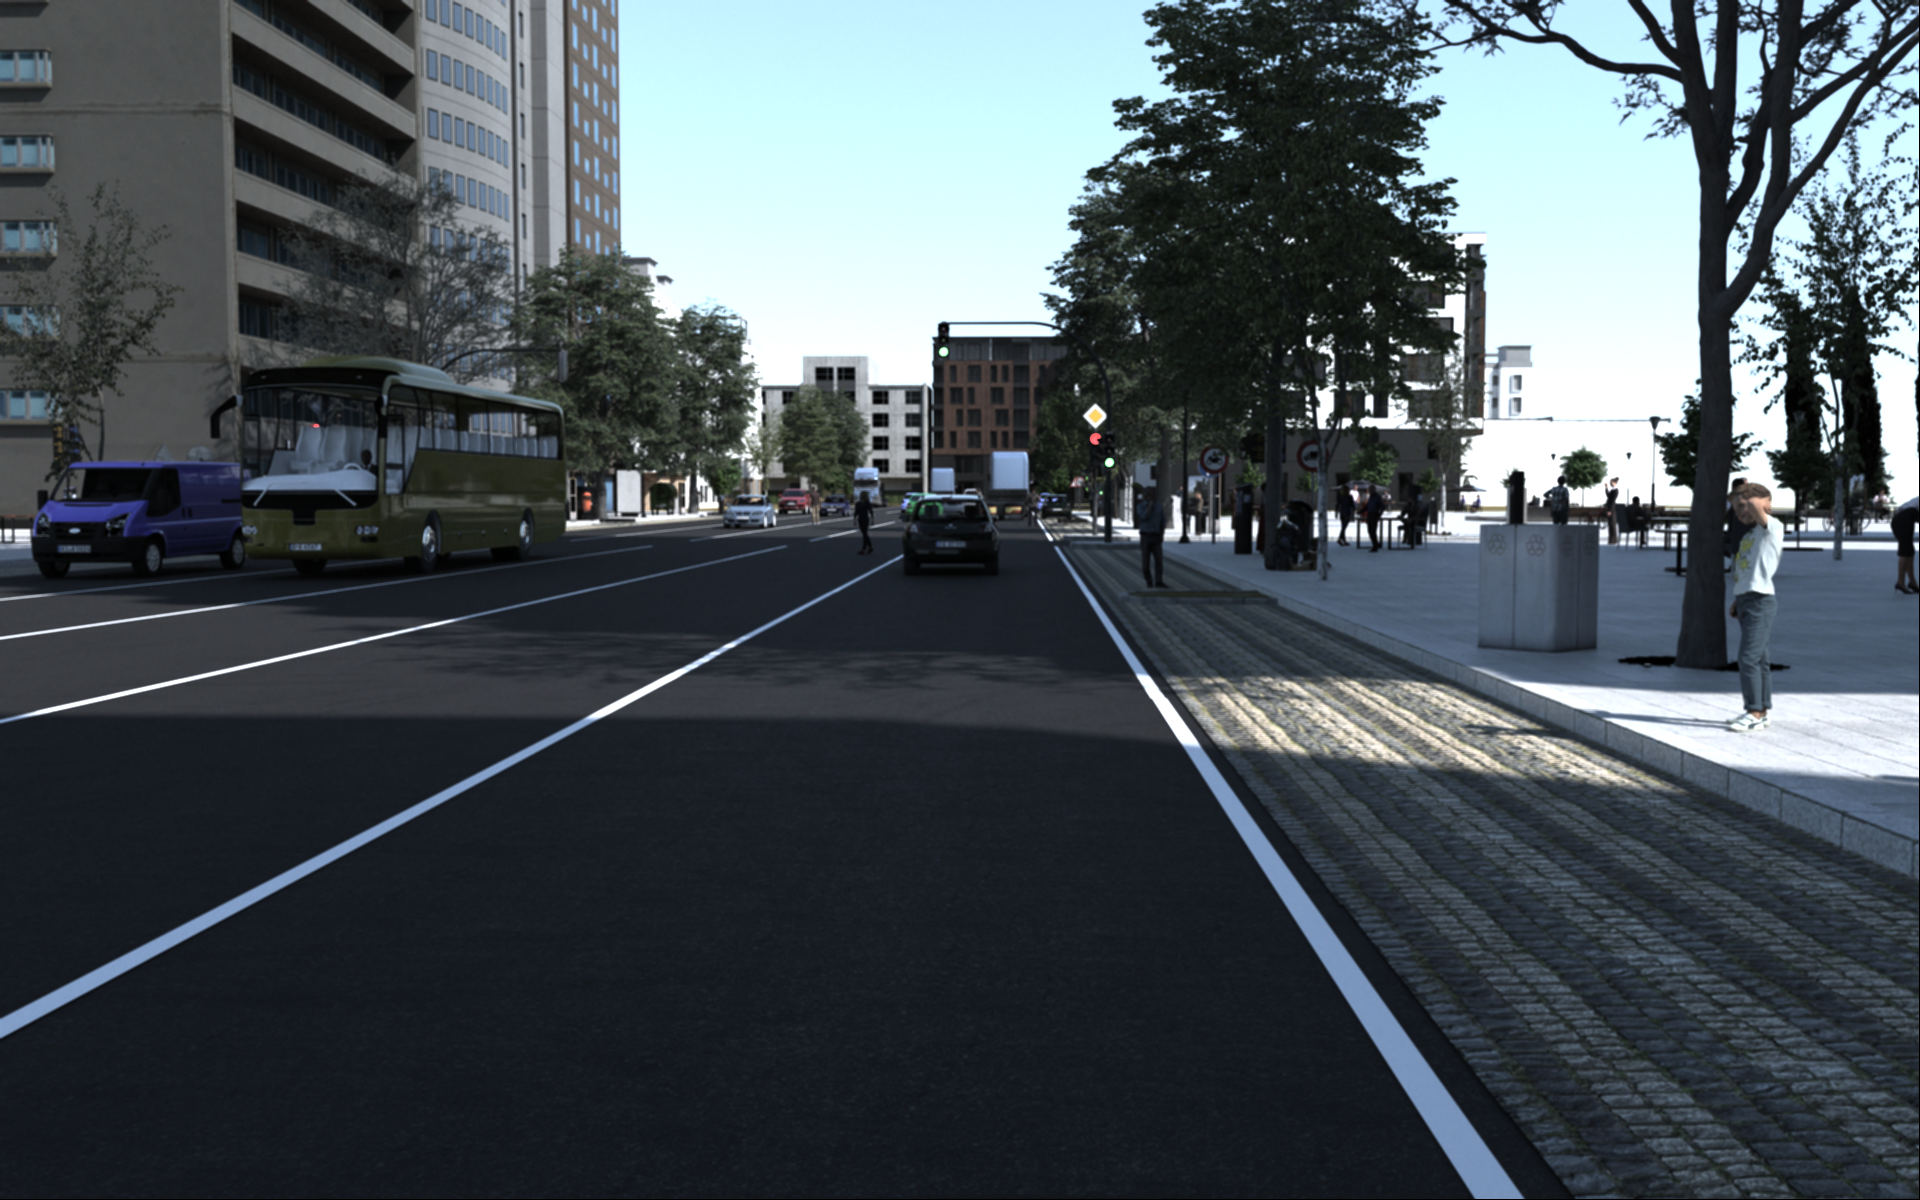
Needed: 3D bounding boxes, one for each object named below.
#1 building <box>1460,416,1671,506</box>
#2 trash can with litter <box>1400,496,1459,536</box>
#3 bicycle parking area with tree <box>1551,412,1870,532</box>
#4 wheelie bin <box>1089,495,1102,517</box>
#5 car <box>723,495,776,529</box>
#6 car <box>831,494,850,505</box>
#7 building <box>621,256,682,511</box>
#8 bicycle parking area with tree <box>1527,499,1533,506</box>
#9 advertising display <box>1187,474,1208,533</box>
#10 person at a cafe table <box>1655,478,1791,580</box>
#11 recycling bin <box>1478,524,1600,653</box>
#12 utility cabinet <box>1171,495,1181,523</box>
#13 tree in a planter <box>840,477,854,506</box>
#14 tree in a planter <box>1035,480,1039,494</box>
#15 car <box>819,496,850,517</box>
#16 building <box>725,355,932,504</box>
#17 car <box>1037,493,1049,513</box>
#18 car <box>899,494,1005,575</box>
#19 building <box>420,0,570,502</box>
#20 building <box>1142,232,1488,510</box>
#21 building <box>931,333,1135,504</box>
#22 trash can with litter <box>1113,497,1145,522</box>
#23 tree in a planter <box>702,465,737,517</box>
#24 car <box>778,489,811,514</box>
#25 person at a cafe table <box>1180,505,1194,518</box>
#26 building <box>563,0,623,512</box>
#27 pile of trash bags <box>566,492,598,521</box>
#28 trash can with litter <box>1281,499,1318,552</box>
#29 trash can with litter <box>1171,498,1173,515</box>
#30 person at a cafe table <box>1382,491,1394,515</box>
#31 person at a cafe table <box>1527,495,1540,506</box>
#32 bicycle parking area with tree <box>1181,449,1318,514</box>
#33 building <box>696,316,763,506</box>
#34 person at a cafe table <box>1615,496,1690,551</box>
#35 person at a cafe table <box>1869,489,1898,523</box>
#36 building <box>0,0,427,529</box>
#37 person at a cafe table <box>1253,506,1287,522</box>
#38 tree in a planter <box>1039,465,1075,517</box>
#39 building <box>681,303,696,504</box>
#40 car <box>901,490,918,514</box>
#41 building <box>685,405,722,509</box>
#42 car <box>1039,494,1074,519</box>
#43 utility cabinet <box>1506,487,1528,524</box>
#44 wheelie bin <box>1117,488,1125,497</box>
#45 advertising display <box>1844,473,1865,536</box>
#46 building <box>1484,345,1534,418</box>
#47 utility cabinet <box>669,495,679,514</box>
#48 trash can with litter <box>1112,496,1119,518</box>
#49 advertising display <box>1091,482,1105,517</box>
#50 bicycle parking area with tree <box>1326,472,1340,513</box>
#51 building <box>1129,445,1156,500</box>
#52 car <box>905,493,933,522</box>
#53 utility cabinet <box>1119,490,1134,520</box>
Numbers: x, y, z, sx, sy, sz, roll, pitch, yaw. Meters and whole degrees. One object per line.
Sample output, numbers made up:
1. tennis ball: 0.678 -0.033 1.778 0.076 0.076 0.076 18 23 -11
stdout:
1. building: 63.954 -15.245 191.401 28.070 9.664 9.099 0 4 2
2. trash can with litter: 14.757 -2.616 53.832 1.678 1.210 2.233 0 4 -4
3. bicycle parking area with tree: 27.478 -4.593 62.099 9.016 4.147 8.231 -2 4 -28
4. wheelie bin: 7.706 -5.488 97.629 0.693 1.594 0.980 -1 4 -18
5. car: -8.892 -3.759 73.455 2.014 1.417 4.499 0 4 2
6. car: -10.559 -8.553 149.626 2.009 1.686 4.222 0 4 3
7. building: -31.206 -17.109 136.144 16.016 20.091 11.380 0 4 2
8. bicycle parking area with tree: 44.050 -8.185 120.832 9.016 4.147 8.231 -3 5 -39
9. advertising display: 7.884 -3.147 56.662 0.974 1.923 0.123 2 4 32
10. person at a cafe table: 11.774 -1.100 26.503 1.698 1.524 1.622 0 4 4
11. recycling bin: 4.820 -0.115 14.432 0.722 1.027 0.722 -3 5 -41
12. utility cabinet: 9.467 -4.011 76.745 0.306 1.237 1.020 2 4 29
13. tree in a planter: -11.972 -11.478 184.883 1.991 3.239 1.994 0 4 2
14. tree in a planter: 7.759 -9.687 155.608 1.991 3.239 1.994 0 4 2
15. car: -8.015 -6.011 110.863 1.945 1.354 3.894 0 4 2
16. building: -19.814 -22.203 229.482 31.486 18.905 16.747 0 4 2
17. car: 6.778 -7.617 134.133 1.945 1.707 3.694 0 4 1
18. car: -0.152 -1.368 32.154 2.009 1.686 4.222 0 4 0
19. building: -36.216 -33.930 96.752 21.231 58.520 28.212 0 4 2
20. building: 31.045 -18.838 151.972 27.936 21.610 32.646 0 4 2
21. building: 12.952 -23.891 234.598 32.646 21.610 27.936 0 4 2
22. trash can with litter: 8.223 -4.234 80.277 2.233 1.210 1.678 1 4 13
23. tree in a planter: -14.698 -6.666 106.216 1.991 3.239 1.994 0 4 2
24. car: -11.813 -7.060 124.102 2.281 1.827 5.304 0 4 1
25. person at a cafe table: 12.341 -5.112 92.089 1.698 1.524 1.622 1 4 17
26. building: -31.740 -28.663 118.746 14.600 45.320 14.200 0 4 2
27. pile of trash bags: -18.519 -4.545 84.056 1.912 1.369 3.447 -2 4 -29
28. trash can with litter: 7.661 -1.664 38.600 0.624 1.170 1.055 3 5 42
29. trash can with litter: 8.501 -3.684 71.622 0.624 1.170 1.055 0 4 4
30. person at a cafe table: 25.657 -5.971 106.137 1.622 1.524 1.698 0 4 6
31. person at a cafe table: 36.873 -6.200 112.233 1.698 1.238 1.726 -1 4 -20
32. bicycle parking area with tree: 16.858 -7.662 112.276 8.231 4.147 9.016 -3 4 -36
33. building: -28.003 -20.417 190.237 11.380 20.091 16.016 0 4 2
34. person at a cafe table: 15.945 -1.771 39.814 1.726 1.238 1.698 -1 4 -9
35. person at a cafe table: 41.167 -4.186 76.950 1.698 1.524 1.622 -1 4 -16
36. building: -36.641 -27.431 72.197 21.300 48.544 21.600 0 4 2
37. person at a cafe table: 14.228 -4.210 79.690 1.698 1.238 1.726 0 4 0
38. tree in a planter: 6.048 -6.688 106.563 1.991 3.239 1.994 0 4 2
39. building: -31.806 -17.805 147.530 16.016 20.091 11.380 0 4 2
40. car: -3.379 -7.231 127.816 1.945 1.707 3.694 0 4 4
41. building: -27.401 -13.783 167.504 9.099 9.664 28.070 0 4 2
42. car: 5.565 -5.515 99.953 2.009 1.686 4.222 0 4 2
43. utility cabinet: 16.998 -2.702 52.855 0.318 1.500 1.173 0 4 2
44. wheelie bin: 9.142 -5.449 96.994 0.980 1.594 0.693 3 5 45
45. advertising display: 27.737 -2.965 53.698 0.974 1.923 0.123 -3 4 -36
46. building: 67.038 -22.608 226.052 11.380 20.091 16.016 0 4 2
47. utility cabinet: -17.979 -6.039 109.903 1.020 1.237 0.306 -2 4 -24
48. trash can with litter: 8.273 -4.944 92.223 0.624 1.170 1.055 0 4 7
49. advertising display: 7.629 -5.548 95.930 0.123 1.923 0.974 -3 4 -39
50. bicycle parking area with tree: 23.281 -8.251 121.899 8.231 4.147 9.016 3 4 37
51. building: 23.112 -14.727 182.933 9.099 9.664 28.070 0 4 2
52. car: -1.822 -4.958 89.859 1.959 1.807 4.718 0 4 3
53. utility cabinet: 8.320 -4.618 84.180 1.173 1.500 0.318 3 5 41
